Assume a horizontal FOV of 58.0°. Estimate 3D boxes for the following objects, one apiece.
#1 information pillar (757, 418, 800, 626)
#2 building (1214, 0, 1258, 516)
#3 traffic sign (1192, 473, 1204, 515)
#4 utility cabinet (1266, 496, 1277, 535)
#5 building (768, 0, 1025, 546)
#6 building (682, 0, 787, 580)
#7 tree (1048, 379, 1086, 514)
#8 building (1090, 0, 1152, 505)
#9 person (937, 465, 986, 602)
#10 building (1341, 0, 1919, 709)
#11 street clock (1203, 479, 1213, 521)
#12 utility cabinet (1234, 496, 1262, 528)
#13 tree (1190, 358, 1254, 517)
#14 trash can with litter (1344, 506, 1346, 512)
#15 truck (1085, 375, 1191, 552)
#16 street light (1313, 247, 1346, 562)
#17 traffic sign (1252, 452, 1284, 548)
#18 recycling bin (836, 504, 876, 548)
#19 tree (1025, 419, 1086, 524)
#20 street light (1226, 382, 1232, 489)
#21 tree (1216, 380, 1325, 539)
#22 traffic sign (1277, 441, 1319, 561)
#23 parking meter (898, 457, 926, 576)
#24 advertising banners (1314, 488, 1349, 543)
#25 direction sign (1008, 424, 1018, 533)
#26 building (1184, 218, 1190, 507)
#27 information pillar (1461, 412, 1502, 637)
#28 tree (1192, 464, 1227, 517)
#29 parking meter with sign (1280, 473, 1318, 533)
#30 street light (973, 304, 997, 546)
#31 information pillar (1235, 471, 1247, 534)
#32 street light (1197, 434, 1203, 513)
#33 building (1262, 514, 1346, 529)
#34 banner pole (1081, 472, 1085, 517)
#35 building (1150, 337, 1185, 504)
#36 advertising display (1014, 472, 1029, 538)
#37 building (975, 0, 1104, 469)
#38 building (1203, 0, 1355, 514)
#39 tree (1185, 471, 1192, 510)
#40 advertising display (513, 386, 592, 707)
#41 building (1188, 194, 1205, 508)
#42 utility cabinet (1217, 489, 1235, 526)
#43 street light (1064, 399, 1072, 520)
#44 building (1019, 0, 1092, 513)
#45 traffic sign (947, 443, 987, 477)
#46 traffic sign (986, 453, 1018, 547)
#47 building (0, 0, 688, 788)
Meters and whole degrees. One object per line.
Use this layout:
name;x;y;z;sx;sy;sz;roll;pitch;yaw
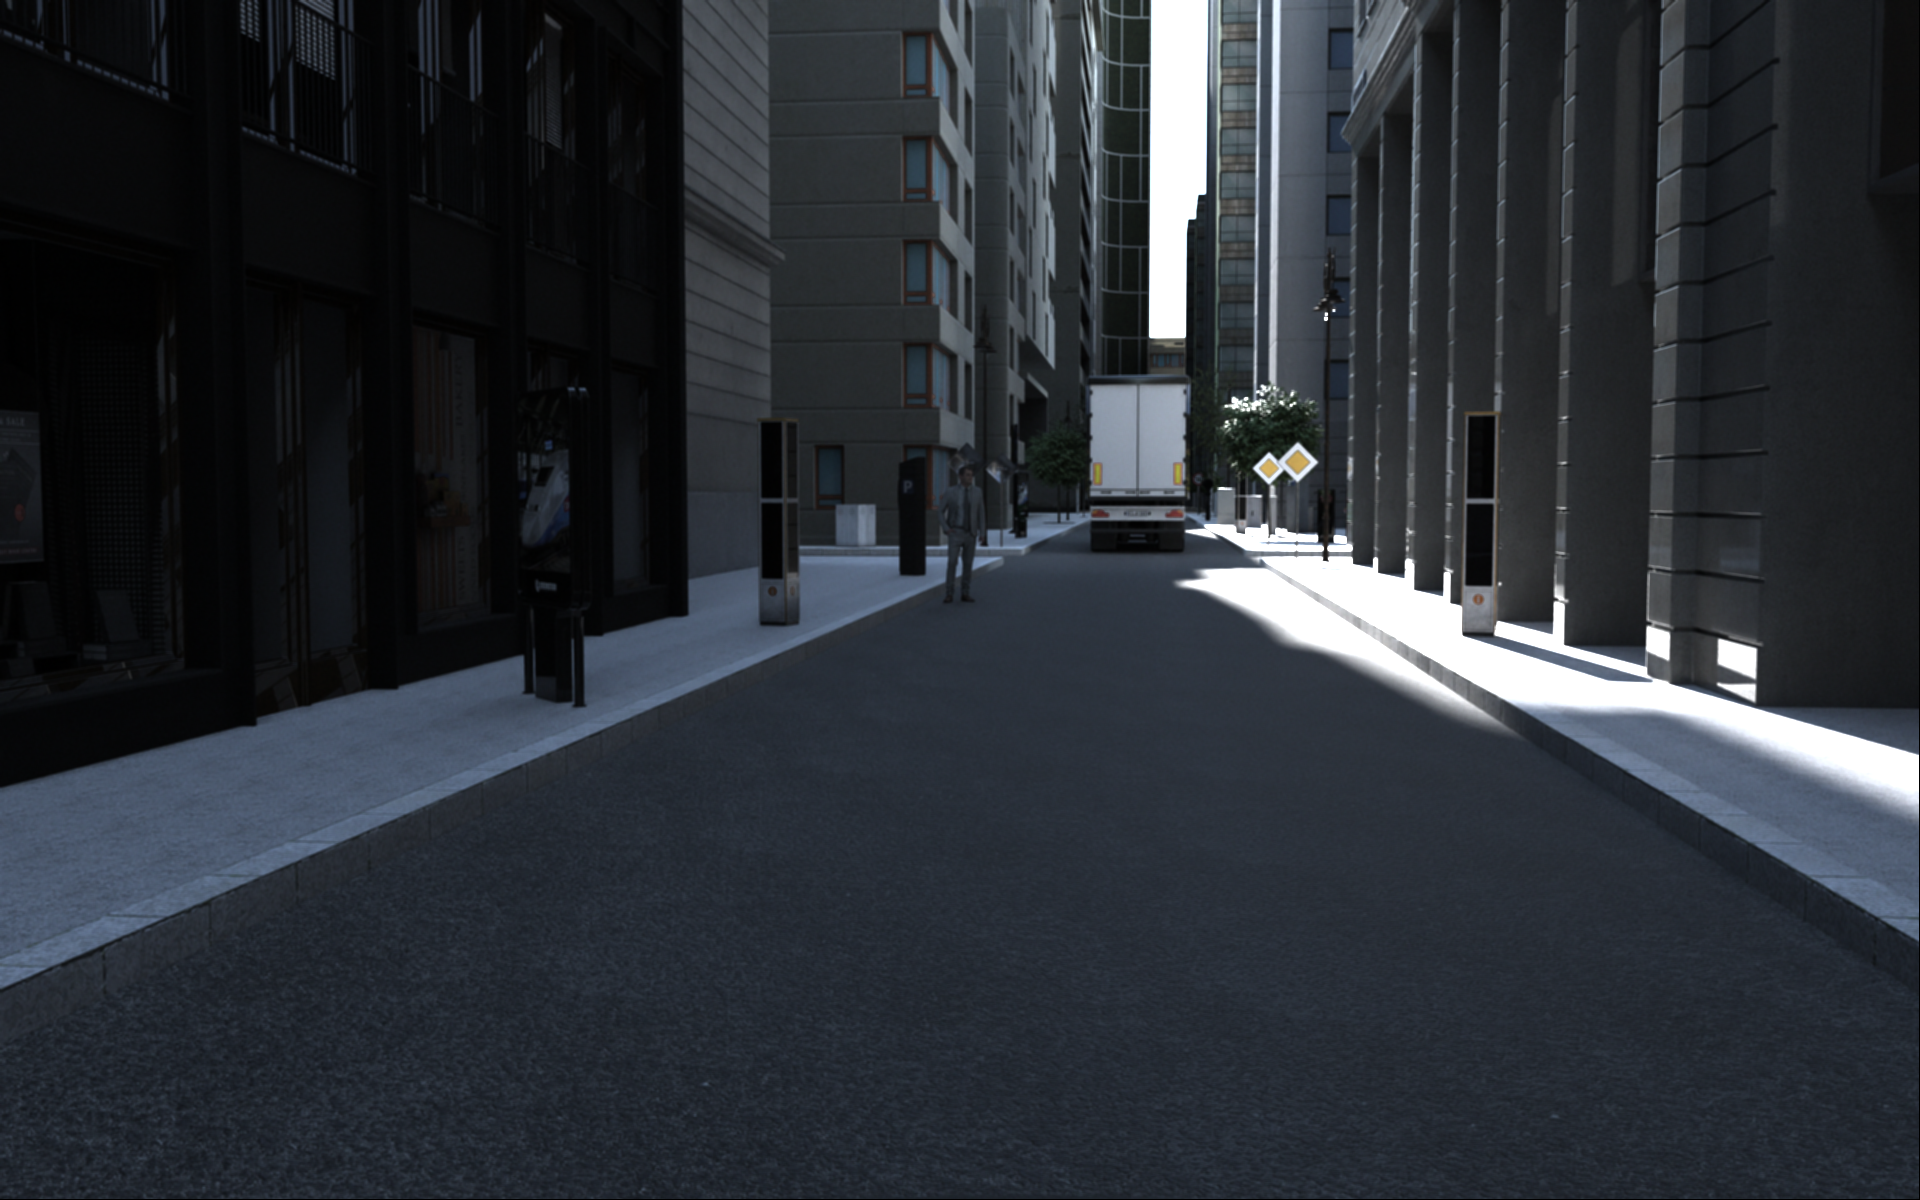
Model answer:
information pillar;-1.771;-0.762;16.943;0.304;2.012;0.304;1;4;21
building;22.937;-25.919;107.369;14.154;41.232;14.086;0;4;6
traffic sign;14.276;-6.334;103.671;0.768;2.556;0.104;1;4;15
utility cabinet;9.834;-2.662;54.687;0.306;1.237;1.020;0;4;8
building;-12.665;-13.015;57.834;27.650;21.520;28.899;0;4;6
building;-15.116;-14.621;26.445;23.554;28.519;14.401;0;4;6
tree;7.286;-9.785;110.350;4.360;8.622;3.978;0;3;0
building;12.771;-47.187;209.760;20.611;71.187;20.563;0;4;6
person;0.028;-0.885;23.070;0.635;1.810;0.391;-1;4;-22
building;10.928;-14.593;16.093;11.434;29.767;29.804;0;4;6
street clock;12.024;-4.857;83.984;0.471;2.002;0.358;0;4;-5
utility cabinet;11.005;-3.361;66.117;1.020;1.237;0.306;1;4;22
tree;13.985;-8.829;94.718;4.737;8.622;4.395;0;3;0
trash can with litter;10.778;-2.179;47.019;0.624;1.170;1.055;1;4;18
truck;4.783;-3.519;46.445;2.839;4.237;11.283;0;4;6
street light;6.923;-3.660;32.627;0.468;5.910;1.993;0;4;6
traffic sign;7.309;-2.286;41.020;0.795;2.450;0.064;0;4;6
recycling bin;-2.525;-1.797;41.931;0.722;1.027;0.722;2;4;34
tree;4.433;-5.643;75.979;4.285;4.588;4.351;0;3;0
street light;11.141;-6.058;71.832;0.468;5.910;1.993;0;4;6
tree;9.031;-4.065;50.180;4.285;4.588;4.351;0;3;0
traffic sign;6.438;-1.801;33.082;0.795;2.450;0.064;0;4;6
parking meter;-0.760;-1.325;27.381;0.399;1.863;0.255;2;4;34
advertising banners;10.296;-2.996;45.170;2.074;3.025;0.090;1;4;19
direction sign;1.767;-3.946;56.517;0.379;3.537;0.876;-1;4;-11
building;30.713;-25.122;182.445;14.160;30.474;14.107;0;4;6
information pillar;4.704;-0.681;15.634;0.304;2.012;0.304;1;4;21
tree;14.334;-6.365;98.672;1.663;3.219;1.824;0;3;0
parking meter with sign;11.111;-3.704;56.825;1.738;3.016;0.543;-3;4;-38
street light;0.614;-4.256;42.366;0.468;5.910;1.993;0;4;6
information pillar;9.039;-3.132;55.698;0.304;2.012;0.304;-1;4;-9
street light;15.901;-8.681;114.726;0.468;5.910;1.993;0;4;6
building;23.661;-32.626;75.441;21.231;58.520;28.212;0;4;6
banner pole;6.818;-6.495;96.213;0.401;3.779;0.863;-1;4;-12
building;37.849;-22.498;212.882;28.899;21.520;27.650;0;4;6
advertising display;1.791;-2.787;50.782;0.123;1.923;0.974;1;4;21
building;0.560;-36.014;178.061;27.495;52.752;28.713;0;4;6
building;31.260;-36.929;145.780;21.231;58.520;28.212;0;4;6
tree;17.972;-8.153;127.900;1.663;3.219;1.824;0;3;0
advertising display;-2.534;-0.338;10.748;0.123;1.923;0.974;-2;4;-34
building;29.756;-24.241;168.047;14.160;30.474;14.107;0;4;6
utility cabinet;10.822;-3.708;69.312;0.318;1.500;1.173;-3;4;-36
street light;5.282;-6.843;84.666;0.468;5.910;1.993;0;4;6
building;-1.343;-30.835;127.859;21.300;48.544;21.600;0;4;6
traffic sign;0.134;-1.844;33.792;0.795;2.450;0.064;0;4;6
traffic sign;1.005;-2.329;41.729;0.795;2.450;0.064;0;4;6
building;-9.845;-11.055;10.422;12.332;23.373;15.834;0;4;6
